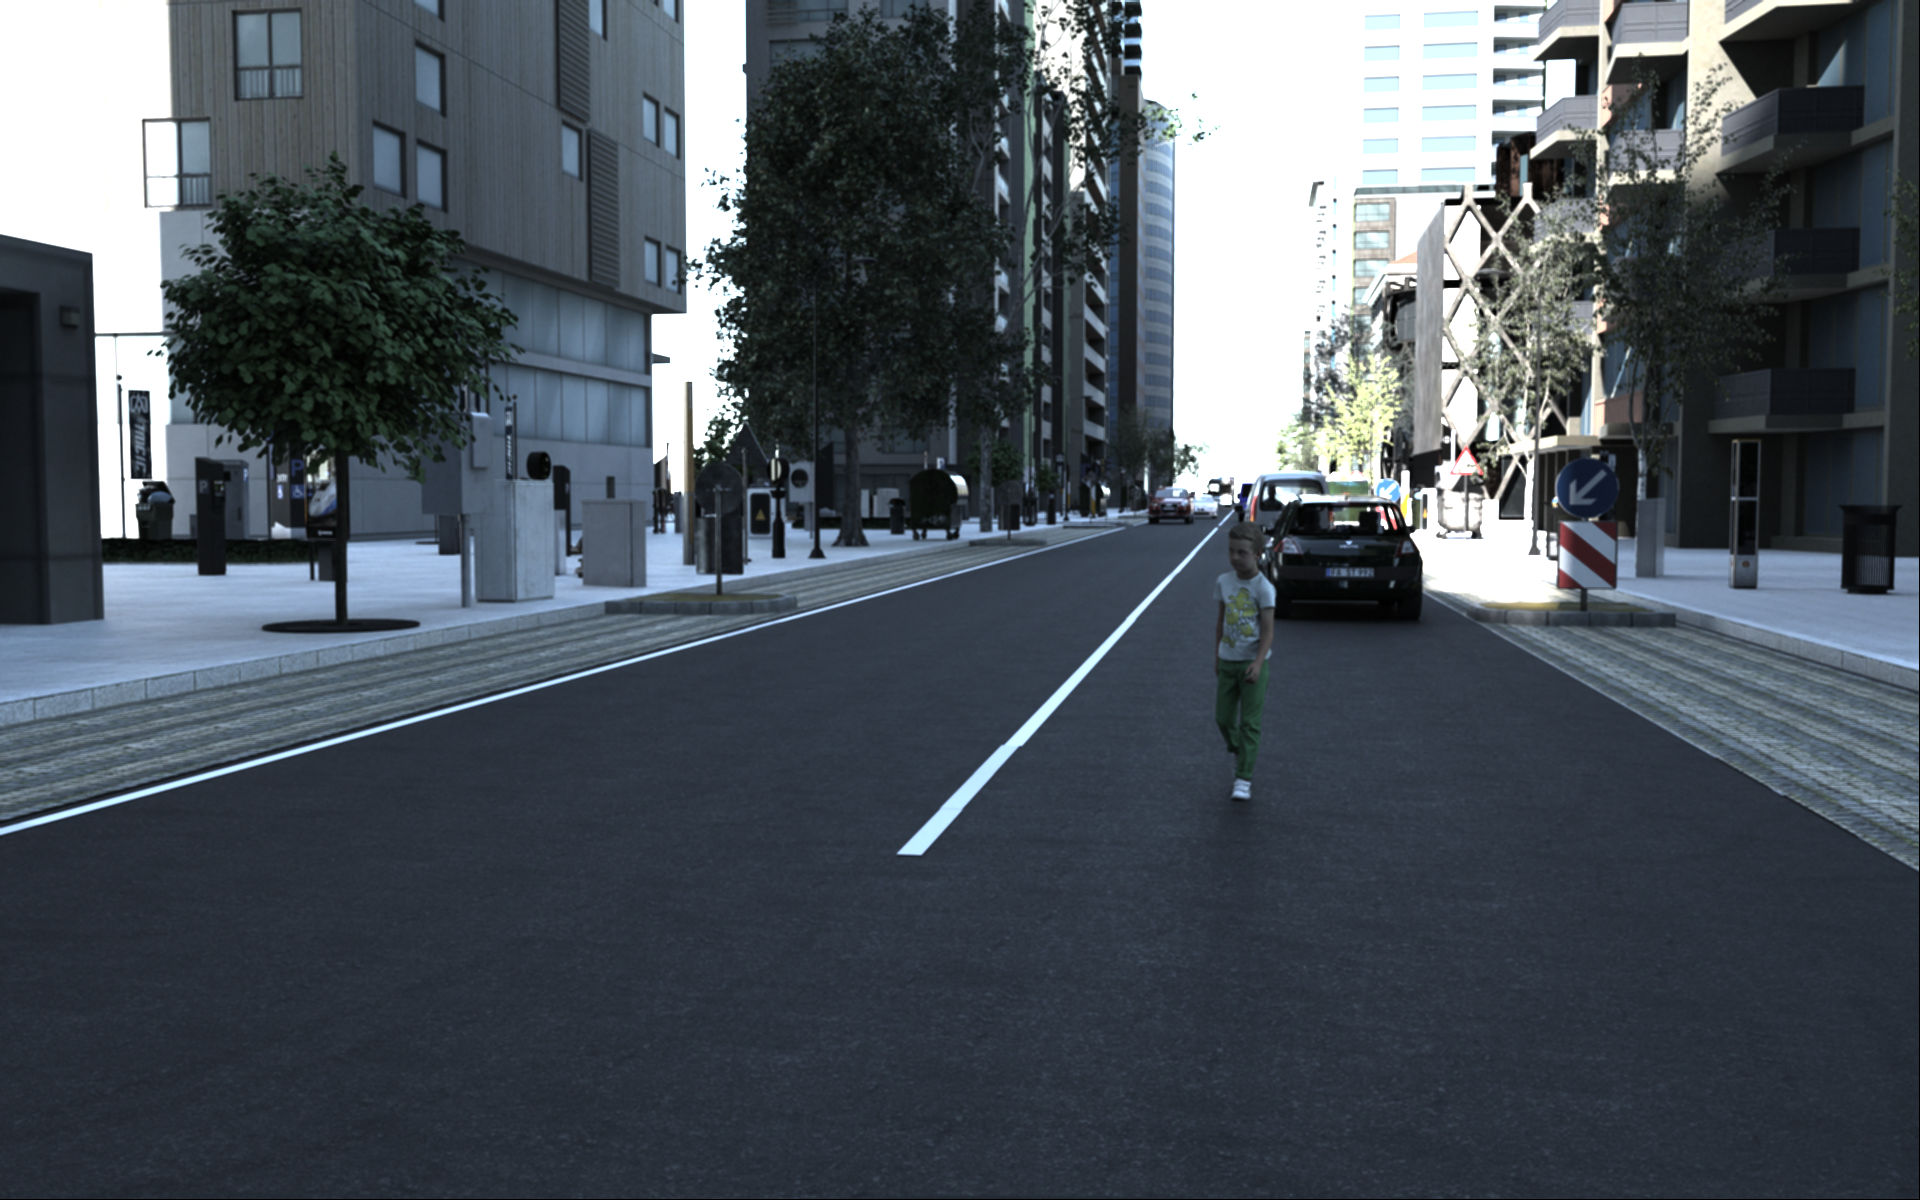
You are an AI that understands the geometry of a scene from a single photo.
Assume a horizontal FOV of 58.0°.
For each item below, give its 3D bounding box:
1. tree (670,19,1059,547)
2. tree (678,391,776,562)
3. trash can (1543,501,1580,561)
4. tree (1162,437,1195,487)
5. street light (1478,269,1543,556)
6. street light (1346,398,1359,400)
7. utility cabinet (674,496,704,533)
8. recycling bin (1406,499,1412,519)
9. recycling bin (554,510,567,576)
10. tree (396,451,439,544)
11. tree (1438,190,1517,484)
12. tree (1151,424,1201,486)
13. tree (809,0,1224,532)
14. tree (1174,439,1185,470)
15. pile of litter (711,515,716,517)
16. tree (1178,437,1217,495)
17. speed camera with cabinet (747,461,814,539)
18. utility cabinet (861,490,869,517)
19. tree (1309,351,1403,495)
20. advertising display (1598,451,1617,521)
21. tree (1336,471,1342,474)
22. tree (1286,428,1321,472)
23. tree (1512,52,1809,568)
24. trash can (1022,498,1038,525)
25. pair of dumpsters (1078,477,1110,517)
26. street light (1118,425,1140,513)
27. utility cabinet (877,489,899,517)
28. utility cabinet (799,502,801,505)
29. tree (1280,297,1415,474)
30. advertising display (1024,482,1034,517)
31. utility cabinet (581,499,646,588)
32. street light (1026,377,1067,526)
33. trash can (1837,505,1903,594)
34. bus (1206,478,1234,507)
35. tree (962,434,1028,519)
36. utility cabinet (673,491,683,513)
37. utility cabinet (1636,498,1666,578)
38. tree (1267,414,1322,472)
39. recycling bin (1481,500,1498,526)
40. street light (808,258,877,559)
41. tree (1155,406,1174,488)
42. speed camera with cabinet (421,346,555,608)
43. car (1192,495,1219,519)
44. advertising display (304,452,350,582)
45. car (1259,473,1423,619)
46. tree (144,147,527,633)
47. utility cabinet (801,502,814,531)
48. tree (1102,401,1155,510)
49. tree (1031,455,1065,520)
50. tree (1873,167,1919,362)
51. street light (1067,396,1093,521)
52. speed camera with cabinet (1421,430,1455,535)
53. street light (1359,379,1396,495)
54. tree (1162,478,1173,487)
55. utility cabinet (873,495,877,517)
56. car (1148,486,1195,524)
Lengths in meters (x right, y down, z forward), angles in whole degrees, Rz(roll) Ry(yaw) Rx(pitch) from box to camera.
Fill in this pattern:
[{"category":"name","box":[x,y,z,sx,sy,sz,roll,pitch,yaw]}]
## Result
[{"category":"tree","box":[-2.641,-7.672,42.447,9.611,12.733,9.660,0,3,0]},{"category":"tree","box":[-4.607,-2.339,32.844,1.663,3.219,1.824,0,3,0]},{"category":"trash can","box":[11.539,-1.315,33.160,0.748,1.137,0.748,0,3,0]},{"category":"tree","box":[27.711,-16.505,220.218,4.737,8.622,4.395,0,3,0]},{"category":"street light","box":[11.379,-3.870,35.821,1.470,5.913,1.316,1,4,9]},{"category":"street light","box":[19.288,-6.791,83.573,1.470,5.913,1.316,1,4,9]},{"category":"utility cabinet","box":[-8.986,-2.831,57.446,0.306,1.237,1.020,3,5,44]},{"category":"recycling bin","box":[23.754,-4.773,90.591,0.722,1.027,0.722,2,4,28]},{"category":"recycling bin","box":[-6.677,-0.915,27.518,0.722,1.027,0.722,0,4,-3]},{"category":"tree","box":[-13.398,-3.055,44.545,1.663,3.219,1.824,0,3,0]},{"category":"tree","box":[13.385,-5.528,40.747,4.360,8.622,3.978,0,3,0]},{"category":"tree","box":[28.774,-18.151,231.178,8.767,10.594,7.601,-3,5,-40]},{"category":"tree","box":[1.646,-12.279,56.647,12.611,20.169,13.585,0,3,0]},{"category":"tree","box":[19.058,-13.129,165.020,4.360,8.622,3.978,0,3,0]},{"category":"pile of litter","box":[-12.188,-4.638,89.796,1.719,0.858,1.176,2,4,24]},{"category":"tree","box":[42.715,-23.679,312.906,9.928,11.665,9.643,0,3,0]},{"category":"speed camera with cabinet","box":[-5.101,-3.385,49.686,2.038,3.252,0.660,1,4,22]},{"category":"utility cabinet","box":[-5.078,-4.698,85.486,1.173,1.500,0.318,-2,4,-32]},{"category":"tree","box":[20.676,-8.440,88.349,4.737,8.622,4.395,0,3,0]},{"category":"advertising display","box":[9.833,-1.290,26.310,0.123,1.923,0.974,2,4,28]},{"category":"tree","box":[28.518,-8.287,130.095,1.663,3.219,1.824,0,3,0]},{"category":"tree","box":[37.430,-14.558,188.383,4.360,8.622,3.978,0,3,0]},{"category":"tree","box":[12.025,-4.855,29.740,4.360,8.622,3.978,0,3,0]},{"category":"trash can","box":[2.884,-3.657,71.443,0.748,1.137,0.748,0,3,0]},{"category":"pair of dumpsters","box":[7.498,-5.807,97.444,1.574,2.255,4.437,1,4,10]},{"category":"street light","box":[11.374,-8.815,116.664,1.470,5.913,1.316,1,4,9]},{"category":"utility cabinet","box":[-2.955,-3.838,71.432,0.318,1.500,1.173,2,4,32]},{"category":"utility cabinet","box":[-8.046,-4.927,91.714,1.020,1.237,0.306,2,4,30]},{"category":"tree","box":[24.991,-12.076,107.819,12.009,13.543,11.850,0,3,0]},{"category":"advertising display","box":[3.843,-5.586,96.547,0.123,1.923,0.974,2,4,32]},{"category":"utility cabinet","box":[-4.816,-0.793,24.121,1.020,1.237,0.306,3,4,36]},{"category":"street light","box":[3.327,-5.886,68.776,1.470,5.913,1.316,1,4,9]},{"category":"trash can","box":[11.707,-0.652,22.316,0.748,1.137,0.748,0,3,0]},{"category":"bus","box":[28.392,-11.896,189.353,2.948,3.499,13.247,1,4,9]},{"category":"tree","box":[1.788,-6.413,88.560,4.285,4.588,4.351,0,3,0]},{"category":"utility cabinet","box":[-18.007,-6.238,110.674,0.318,1.500,1.173,0,4,6]},{"category":"utility cabinet","box":[10.765,-0.969,27.009,0.306,1.237,1.020,2,4,29]},{"category":"tree","box":[45.273,-19.333,234.222,7.486,12.596,7.792,0,3,0]},{"category":"recycling bin","box":[21.031,-3.472,69.316,0.722,1.027,0.722,-2,4,-31]},{"category":"street light","box":[-2.316,-3.774,34.249,1.470,5.913,1.316,1,4,9]},{"category":"tree","box":[14.693,-11.896,144.855,4.360,8.622,3.978,0,3,0]},{"category":"speed camera with cabinet","box":[-5.527,-1.591,20.350,0.660,3.252,2.038,1,4,16]},{"category":"car","box":[14.323,-5.534,102.840,2.083,1.381,4.827,1,4,9]},{"category":"advertising display","box":[-9.317,-1.241,25.505,0.974,1.923,0.123,3,4,38]},{"category":"car","box":[4.630,-0.703,21.276,2.009,1.686,4.222,1,4,8]},{"category":"tree","box":[-5.893,-2.003,16.466,4.285,4.588,4.351,0,3,0]},{"category":"utility cabinet","box":[-5.150,-2.998,60.180,0.306,1.237,1.020,-1,4,-19]},{"category":"tree","box":[13.414,-11.554,139.262,4.360,8.622,3.978,0,3,0]},{"category":"tree","box":[4.209,-5.494,84.431,1.663,3.219,1.824,0,3,0]},{"category":"tree","box":[17.904,-4.828,29.307,4.737,8.622,4.395,0,3,0]},{"category":"street light","box":[5.582,-6.691,81.943,1.470,5.913,1.316,1,4,9]},{"category":"speed camera with cabinet","box":[15.106,-3.683,54.548,0.660,3.252,2.038,0,4,-2]},{"category":"street light","box":[17.051,-5.977,70.259,1.470,5.913,1.316,1,4,9]},{"category":"tree","box":[23.682,-12.278,195.345,1.663,3.219,1.824,0,3,0]},{"category":"utility cabinet","box":[-3.747,-4.321,81.807,0.306,1.237,1.020,-2,4,-28]},{"category":"car","box":[10.363,-4.652,84.740,2.281,1.827,5.304,1,4,10]}]
